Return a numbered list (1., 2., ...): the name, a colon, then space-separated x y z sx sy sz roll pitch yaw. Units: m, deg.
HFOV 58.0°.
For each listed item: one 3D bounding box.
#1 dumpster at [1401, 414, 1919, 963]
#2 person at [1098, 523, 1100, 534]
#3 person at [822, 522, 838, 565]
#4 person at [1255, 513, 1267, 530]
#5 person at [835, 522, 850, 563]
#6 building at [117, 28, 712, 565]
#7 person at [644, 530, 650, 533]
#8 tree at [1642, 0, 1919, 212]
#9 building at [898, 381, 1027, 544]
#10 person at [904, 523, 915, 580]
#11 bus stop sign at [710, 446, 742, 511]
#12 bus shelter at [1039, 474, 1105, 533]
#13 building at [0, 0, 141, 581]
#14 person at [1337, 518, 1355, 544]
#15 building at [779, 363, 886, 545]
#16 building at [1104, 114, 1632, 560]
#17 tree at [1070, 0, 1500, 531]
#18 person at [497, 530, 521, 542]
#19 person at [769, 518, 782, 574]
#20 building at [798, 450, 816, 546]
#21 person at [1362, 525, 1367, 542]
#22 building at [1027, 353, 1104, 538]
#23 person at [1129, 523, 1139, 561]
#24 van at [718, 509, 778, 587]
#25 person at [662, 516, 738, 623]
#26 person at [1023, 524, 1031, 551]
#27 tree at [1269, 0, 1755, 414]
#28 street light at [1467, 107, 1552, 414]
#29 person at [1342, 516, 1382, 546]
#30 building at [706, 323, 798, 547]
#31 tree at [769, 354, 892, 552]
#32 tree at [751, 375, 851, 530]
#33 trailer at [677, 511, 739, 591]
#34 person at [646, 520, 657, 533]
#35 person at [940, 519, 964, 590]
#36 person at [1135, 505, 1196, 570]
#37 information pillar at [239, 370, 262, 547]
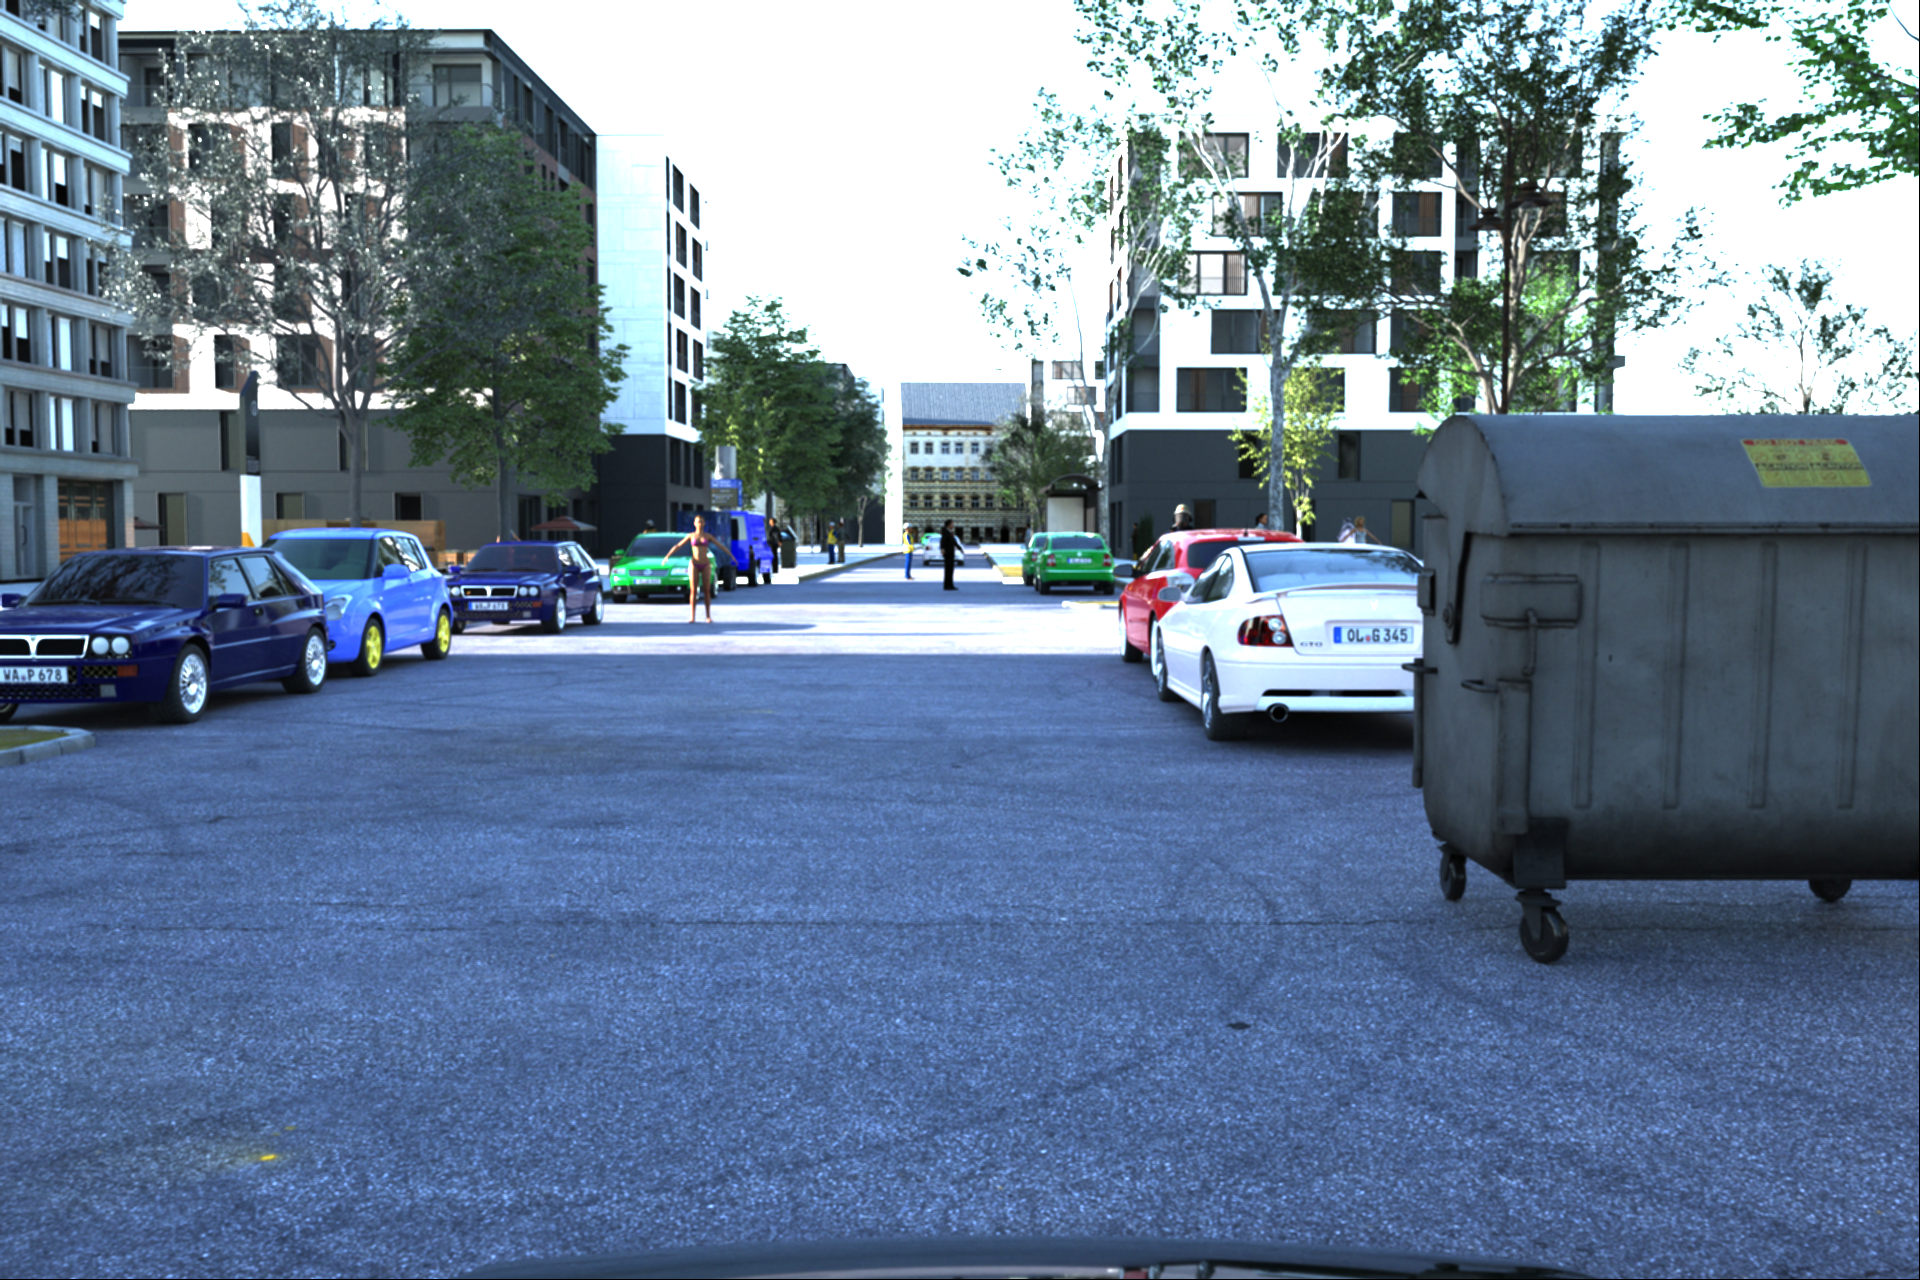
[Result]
1. dumpster: 2.644 0.120 6.252 1.865 1.857 1.264 0 4 0
2. person: 6.356 -4.374 77.444 0.705 1.837 1.347 1 4 19
3. person: -5.425 -4.020 72.193 0.721 1.772 1.216 -2 4 -33
4. person: 6.670 -1.894 37.794 0.721 1.735 1.217 3 4 39
5. person: -5.317 -4.331 77.084 0.705 1.796 1.348 3 4 38
6. building: -29.073 -14.856 86.873 27.936 21.610 32.646 0 4 1
7. person: -11.515 -3.359 64.188 0.599 1.433 0.991 -2 4 -24
8. tree: 9.058 -5.394 13.941 9.928 11.665 9.643 0 3 0
9. building: 0.400 -25.340 247.690 18.063 23.208 19.493 0 4 -4
10. person: -1.535 -2.782 54.400 0.721 1.772 1.216 0 4 -6
11. bus stop sign: -6.999 -3.845 51.880 0.837 3.901 0.837 0 4 1
12. bus shelter: 3.872 -4.085 60.711 2.014 3.302 5.546 0 4 0
13. building: -28.352 -11.976 42.486 8.464 21.280 15.925 0 4 1
14. person: 10.991 -2.599 49.210 0.621 1.740 0.551 3 4 36
15. building: -24.076 -23.158 222.613 27.936 21.610 32.646 0 4 0
16. building: 22.132 -15.714 100.893 27.936 21.610 32.646 0 3 0
17. tree: 10.085 -11.658 46.505 12.611 20.169 13.585 0 3 0
18. person: -18.253 -3.923 69.996 0.705 1.847 1.347 2 4 28
19. person: -6.080 -3.062 56.294 0.704 1.802 1.346 1 4 22
20. building: -26.466 -22.370 196.675 19.493 23.208 18.063 0 3 0
21. person: 17.123 -4.141 73.832 0.704 1.817 1.347 0 4 4
22. building: 22.022 -22.460 211.191 27.936 21.610 32.646 0 4 1
23. person: 8.348 -4.682 82.680 0.704 1.812 1.346 1 4 22
24. van: -6.408 -2.704 48.590 2.240 2.365 5.245 0 4 0
25. person: -4.212 -1.152 28.094 1.217 1.733 0.721 -1 4 -9
26. person: 3.403 -4.962 87.311 0.705 1.806 1.347 0 4 -7
27. tree: 8.040 -5.637 26.572 7.601 10.594 8.767 -2 4 -28
28. street light: 6.094 -2.849 19.377 0.468 5.910 1.993 0 3 0
29. person: 10.578 -2.389 45.671 1.214 1.753 0.721 -1 4 -13
30. building: -26.641 -21.022 174.631 19.493 23.208 18.063 0 4 1
31. tree: -9.518 -13.099 120.821 9.857 13.997 8.962 0 3 0
32. tree: -9.331 -10.013 98.122 7.601 10.594 8.767 -3 5 -44
33. trailer: -6.438 -2.204 43.082 1.471 1.999 3.904 0 4 0
34. person: -12.910 -4.056 72.082 0.705 1.858 1.354 -3 5 -44
35. person: -0.250 -2.182 44.326 0.705 1.806 1.347 2 4 23
36. person: 3.231 -1.039 25.221 1.354 1.856 0.705 1 4 16
37. information pillar: -10.061 -2.033 24.594 0.183 3.616 0.504 0 4 1
